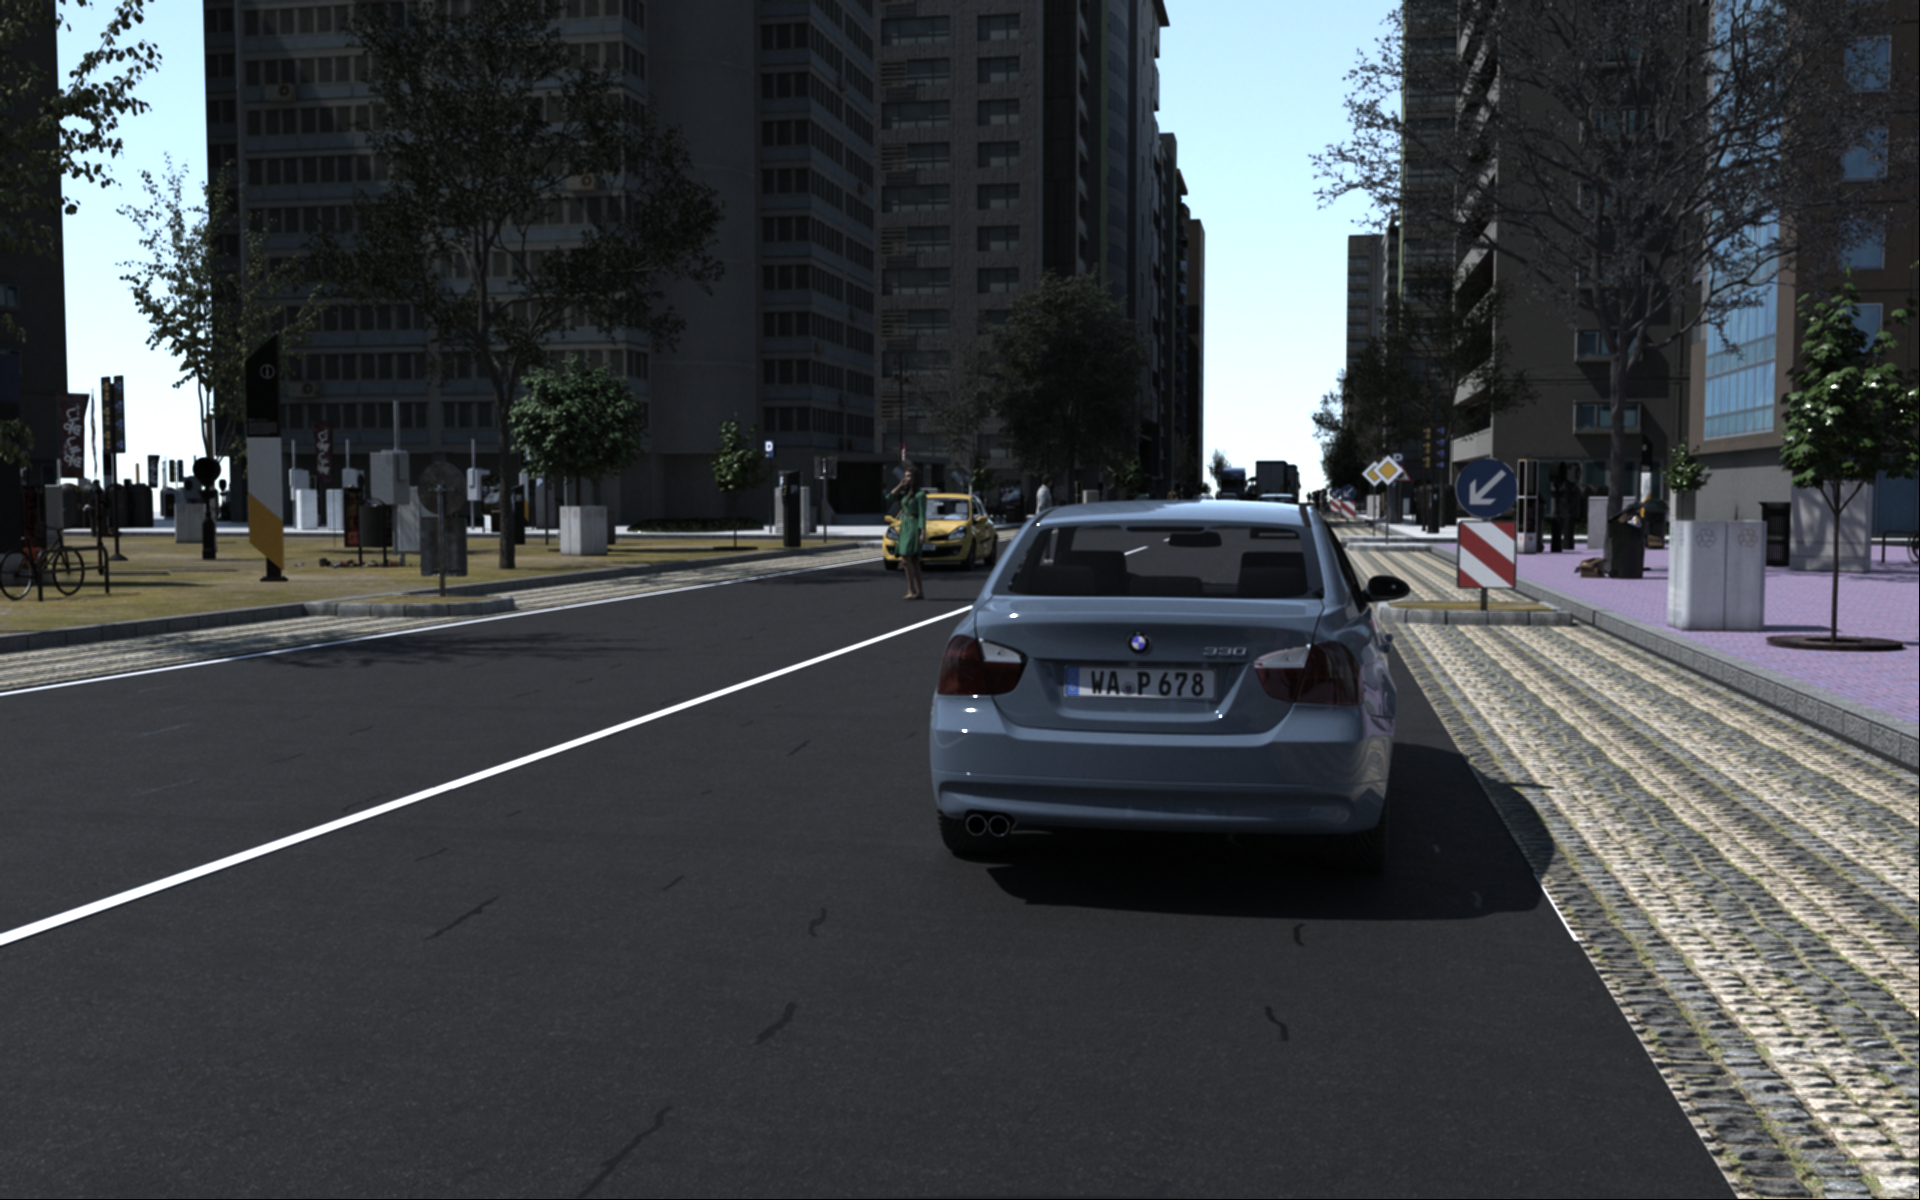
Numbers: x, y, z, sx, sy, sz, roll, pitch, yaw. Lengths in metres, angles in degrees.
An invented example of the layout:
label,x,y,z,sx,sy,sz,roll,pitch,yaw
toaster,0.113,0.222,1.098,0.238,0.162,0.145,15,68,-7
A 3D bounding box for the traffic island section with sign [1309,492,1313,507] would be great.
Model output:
label,x,y,z,sx,sy,sz,roll,pitch,yaw
traffic island section with sign,31.352,-8.636,149.820,1.989,1.847,2.006,1,4,11

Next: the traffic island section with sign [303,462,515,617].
label,x,y,z,sx,sy,sz,roll,pitch,yaw
traffic island section with sign,-6.528,-0.754,20.961,1.989,1.847,2.006,1,4,11

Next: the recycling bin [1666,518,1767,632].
label,x,y,z,sx,sy,sz,roll,pitch,yaw
recycling bin,7.192,-0.240,16.479,0.722,1.027,0.722,1,4,10

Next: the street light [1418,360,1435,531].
label,x,y,z,sx,sy,sz,roll,pitch,yaw
street light,16.100,-5.329,59.914,0.468,5.910,1.993,1,4,11

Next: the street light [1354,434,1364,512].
label,x,y,z,sx,sy,sz,roll,pitch,yaw
street light,28.814,-9.292,124.716,0.468,5.910,1.993,1,4,11

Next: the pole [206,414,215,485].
label,x,y,z,sx,sy,sz,roll,pitch,yaw
pole,-19.070,-3.073,44.093,0.158,3.312,0.155,0,3,0

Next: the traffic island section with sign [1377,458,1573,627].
label,x,y,z,sx,sy,sz,roll,pitch,yaw
traffic island section with sign,5.796,-0.678,19.709,1.989,1.847,2.006,1,4,11

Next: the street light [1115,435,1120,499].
label,x,y,z,sx,sy,sz,roll,pitch,yaw
street light,10.785,-8.961,119.303,0.468,5.910,1.993,1,4,11

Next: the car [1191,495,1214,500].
label,x,y,z,sx,sy,sz,roll,pitch,yaw
car,16.280,-6.356,116.285,2.083,1.381,4.827,1,4,11

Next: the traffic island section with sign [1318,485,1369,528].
label,x,y,z,sx,sy,sz,roll,pitch,yaw
traffic island section with sign,16.528,-4.021,74.366,1.989,1.847,2.006,1,4,11

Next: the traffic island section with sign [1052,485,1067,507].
label,x,y,z,sx,sy,sz,roll,pitch,yaw
traffic island section with sign,4.412,-4.158,76.610,1.989,1.847,2.006,1,4,11

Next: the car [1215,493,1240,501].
label,x,y,z,sx,sy,sz,roll,pitch,yaw
car,23.002,-8.537,148.619,2.155,1.783,4.494,1,4,12

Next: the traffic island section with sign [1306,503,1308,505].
label,x,y,z,sx,sy,sz,roll,pitch,yaw
traffic island section with sign,36.649,-10.286,176.810,1.989,1.847,2.006,1,4,11

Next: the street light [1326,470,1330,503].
label,x,y,z,sx,sy,sz,roll,pitch,yaw
street light,59.689,-18.895,281.720,0.468,5.910,1.993,1,4,11

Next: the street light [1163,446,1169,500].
label,x,y,z,sx,sy,sz,roll,pitch,yaw
street light,19.412,-11.659,163.419,0.468,5.910,1.993,1,4,11

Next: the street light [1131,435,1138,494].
label,x,y,z,sx,sy,sz,roll,pitch,yaw
street light,13.210,-9.705,131.460,0.468,5.910,1.993,1,4,11

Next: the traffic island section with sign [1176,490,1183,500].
label,x,y,z,sx,sy,sz,roll,pitch,yaw
traffic island section with sign,19.284,-8.786,152.281,1.989,1.847,2.006,1,4,11

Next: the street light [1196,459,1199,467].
label,x,y,z,sx,sy,sz,roll,pitch,yaw
street light,28.967,-14.615,211.746,0.468,5.910,1.993,1,4,11

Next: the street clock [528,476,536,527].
label,x,y,z,sx,sy,sz,roll,pitch,yaw
street clock,-16.821,-3.893,68.227,0.471,2.002,0.358,-2,4,-28

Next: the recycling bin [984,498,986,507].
label,x,y,z,sx,sy,sz,roll,pitch,yaw
recycling bin,1.021,-5.380,100.518,0.722,1.027,0.722,-3,5,-41

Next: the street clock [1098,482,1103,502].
label,x,y,z,sx,sy,sz,roll,pitch,yaw
street clock,8.644,-6.240,106.595,0.358,2.002,0.471,1,4,22

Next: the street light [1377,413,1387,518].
label,x,y,z,sx,sy,sz,roll,pitch,yaw
street light,22.542,-7.331,92.650,0.468,5.910,1.993,1,4,11

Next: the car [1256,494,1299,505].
label,x,y,z,sx,sy,sz,roll,pitch,yaw
car,10.424,-2.882,56.914,2.009,1.686,4.222,1,4,11

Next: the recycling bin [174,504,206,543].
label,x,y,z,sx,sy,sz,roll,pitch,yaw
recycling bin,-20.211,-2.016,45.520,0.722,1.027,0.722,-1,4,-19

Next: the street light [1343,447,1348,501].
label,x,y,z,sx,sy,sz,roll,pitch,yaw
street light,37.122,-11.873,166.919,0.468,5.910,1.993,1,4,11

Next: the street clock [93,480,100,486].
label,x,y,z,sx,sy,sz,roll,pitch,yaw
street clock,-47.058,-5.487,94.280,0.358,2.002,0.471,-2,4,-28

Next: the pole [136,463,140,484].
label,x,y,z,sx,sy,sz,roll,pitch,yaw
pole,-54.292,-7.373,114.385,0.158,3.312,0.155,0,3,0

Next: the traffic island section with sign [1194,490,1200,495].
label,x,y,z,sx,sy,sz,roll,pitch,yaw
traffic island section with sign,24.571,-10.432,179.185,1.989,1.847,2.006,1,4,11

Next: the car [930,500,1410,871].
label,x,y,z,sx,sy,sz,roll,pitch,yaw
car,1.061,0.244,8.010,2.014,1.417,4.499,1,4,12

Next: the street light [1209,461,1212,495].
label,x,y,z,sx,sy,sz,roll,pitch,yaw
street light,35.221,-16.567,243.658,0.468,5.910,1.993,1,4,11

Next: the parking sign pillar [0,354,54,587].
label,x,y,z,sx,sy,sz,roll,pitch,yaw
parking sign pillar,-13.632,-2.198,24.404,1.447,3.967,1.447,-3,5,-40

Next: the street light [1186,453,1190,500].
label,x,y,z,sx,sy,sz,roll,pitch,yaw
street light,25.756,-13.610,195.314,0.468,5.910,1.993,1,4,11

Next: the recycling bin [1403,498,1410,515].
label,x,y,z,sx,sy,sz,roll,pitch,yaw
recycling bin,26.586,-5.616,104.369,0.722,1.027,0.722,-3,4,-36

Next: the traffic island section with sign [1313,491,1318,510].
label,x,y,z,sx,sy,sz,roll,pitch,yaw
traffic island section with sign,21.730,-5.638,100.816,1.989,1.847,2.006,1,4,11

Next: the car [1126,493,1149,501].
label,x,y,z,sx,sy,sz,roll,pitch,yaw
car,11.367,-6.249,110.968,1.959,1.807,4.718,1,4,11

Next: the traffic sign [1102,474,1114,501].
label,x,y,z,sx,sy,sz,roll,pitch,yaw
traffic sign,9.532,-6.803,111.339,0.768,2.556,0.104,1,4,12

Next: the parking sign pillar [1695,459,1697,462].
label,x,y,z,sx,sy,sz,roll,pitch,yaw
parking sign pillar,29.874,-4.916,68.848,1.447,3.967,1.447,1,4,18

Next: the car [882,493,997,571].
label,x,y,z,sx,sy,sz,roll,pitch,yaw
car,-0.361,-1.438,33.733,2.015,1.641,3.980,1,4,10

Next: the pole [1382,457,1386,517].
label,x,y,z,sx,sy,sz,roll,pitch,yaw
pole,23.208,-6.179,94.873,0.158,3.312,0.155,0,3,0

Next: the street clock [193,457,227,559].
label,x,y,z,sx,sy,sz,roll,pitch,yaw
street clock,-14.800,-1.805,34.083,0.471,2.002,0.358,0,4,-2

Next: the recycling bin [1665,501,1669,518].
label,x,y,z,sx,sy,sz,roll,pitch,yaw
recycling bin,27.452,-3.300,66.509,0.722,1.027,0.722,-3,5,-42

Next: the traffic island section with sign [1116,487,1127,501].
label,x,y,z,sx,sy,sz,roll,pitch,yaw
traffic island section with sign,9.685,-5.801,103.473,1.989,1.847,2.006,1,4,11

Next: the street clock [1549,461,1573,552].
label,x,y,z,sx,sy,sz,roll,pitch,yaw
street clock,13.174,-2.057,38.196,0.358,2.002,0.471,3,5,43

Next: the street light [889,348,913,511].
label,x,y,z,sx,sy,sz,roll,pitch,yaw
street light,-1.871,-5.031,55.039,0.468,5.910,1.993,1,4,11

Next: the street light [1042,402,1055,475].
label,x,y,z,sx,sy,sz,roll,pitch,yaw
street light,4.454,-7.010,87.406,0.468,5.910,1.993,1,4,11

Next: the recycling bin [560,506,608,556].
label,x,y,z,sx,sy,sz,roll,pitch,yaw
recycling bin,-7.879,-1.450,36.257,0.722,1.027,0.722,3,4,38

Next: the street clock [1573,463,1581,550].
label,x,y,z,sx,sy,sz,roll,pitch,yaw
street clock,14.020,-2.158,39.854,0.471,2.002,0.358,-2,4,-24
